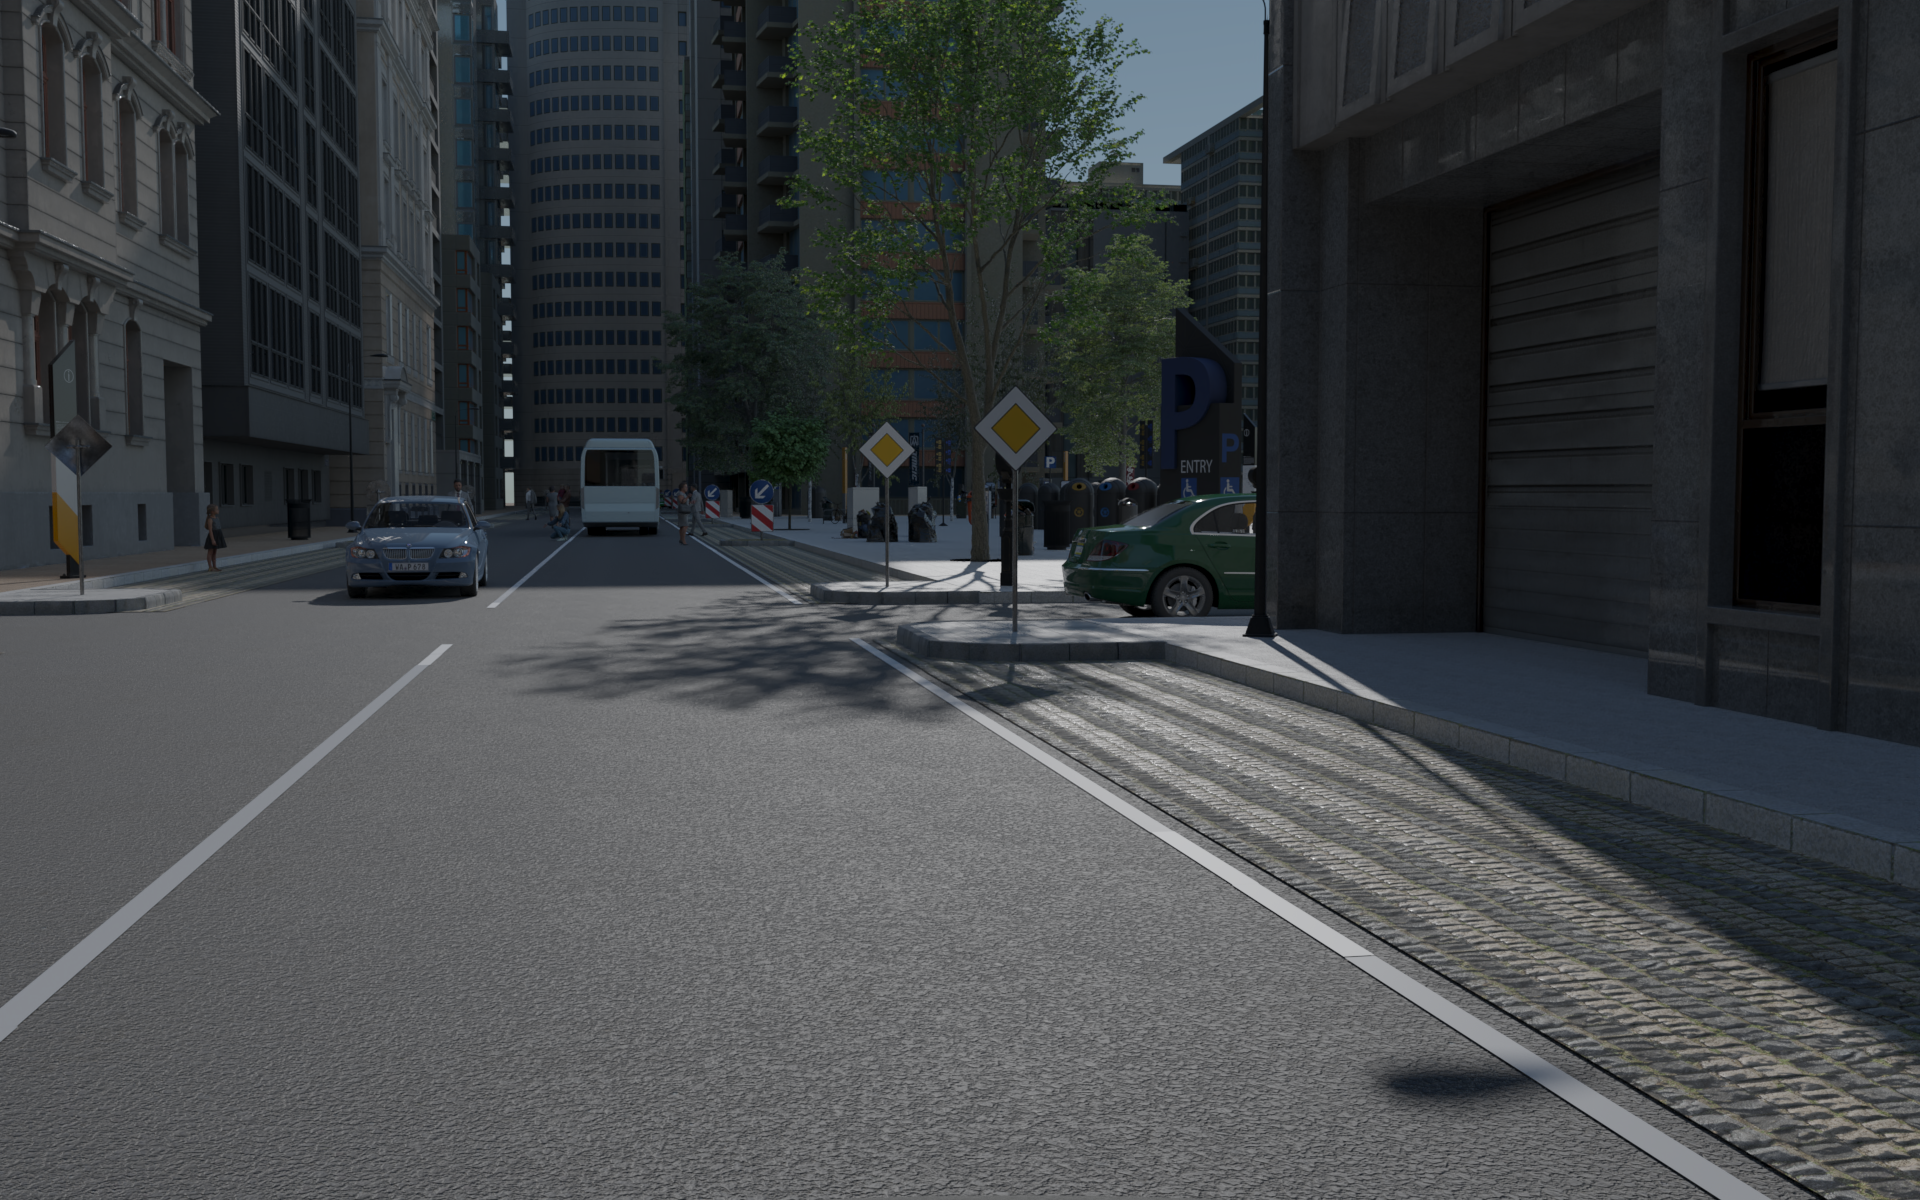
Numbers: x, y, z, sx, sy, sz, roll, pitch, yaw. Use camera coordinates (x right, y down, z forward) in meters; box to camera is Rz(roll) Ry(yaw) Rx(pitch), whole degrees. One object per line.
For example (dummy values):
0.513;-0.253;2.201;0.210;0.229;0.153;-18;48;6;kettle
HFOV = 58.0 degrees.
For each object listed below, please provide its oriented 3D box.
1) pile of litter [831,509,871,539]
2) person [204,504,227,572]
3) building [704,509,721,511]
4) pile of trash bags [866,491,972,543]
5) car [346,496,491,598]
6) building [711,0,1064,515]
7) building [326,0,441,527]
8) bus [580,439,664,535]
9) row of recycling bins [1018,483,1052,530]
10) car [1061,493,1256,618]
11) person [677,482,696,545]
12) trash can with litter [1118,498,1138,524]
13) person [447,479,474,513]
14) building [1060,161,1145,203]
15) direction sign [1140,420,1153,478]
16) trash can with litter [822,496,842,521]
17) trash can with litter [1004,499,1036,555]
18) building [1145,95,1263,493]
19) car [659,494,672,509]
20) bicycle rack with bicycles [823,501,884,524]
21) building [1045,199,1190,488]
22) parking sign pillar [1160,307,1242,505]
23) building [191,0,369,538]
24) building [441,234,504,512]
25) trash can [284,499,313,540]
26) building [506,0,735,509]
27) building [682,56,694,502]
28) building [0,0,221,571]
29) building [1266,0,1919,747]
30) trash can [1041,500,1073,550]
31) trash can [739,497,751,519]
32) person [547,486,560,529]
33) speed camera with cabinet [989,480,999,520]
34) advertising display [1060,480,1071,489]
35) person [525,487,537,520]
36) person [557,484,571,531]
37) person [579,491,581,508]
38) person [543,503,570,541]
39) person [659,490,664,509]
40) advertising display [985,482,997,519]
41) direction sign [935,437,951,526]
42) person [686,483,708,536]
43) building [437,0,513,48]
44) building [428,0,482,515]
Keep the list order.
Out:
-2.956;-2.217;50.216;1.719;0.858;1.176;-1;4;-20;pile of litter
-13.710;-1.145;31.897;0.373;1.253;0.362;1;4;9;person
-12.080;-36.939;145.946;21.231;58.520;28.212;-1;4;-11;building
-0.897;-2.247;46.485;3.447;1.369;1.912;1;4;15;pile of trash bags
-7.947;-0.831;25.585;2.014;1.417;4.499;-1;4;-13;car
-5.474;-28.375;118.554;22.147;44.769;28.867;-1;4;-11;building
-30.583;-17.739;75.940;13.634;28.700;20.117;-1;4;-11;building
-12.419;-4.230;64.017;2.948;3.499;13.247;-1;4;-10;bus
3.649;-3.376;62.316;3.534;1.692;1.069;2;4;30;row of recycling bins
3.622;-0.486;19.743;4.920;1.459;2.131;-1;4;-9;car
-7.708;-2.436;48.689;0.532;1.782;0.716;0;4;3;person
2.653;-1.184;30.420;1.678;1.210;2.233;3;4;38;trash can with litter
-11.813;-1.959;40.802;0.678;1.792;0.850;-1;4;-19;person
18.760;-31.403;205.321;23.993;40.220;32.217;-1;4;-11;building
5.731;-3.752;53.334;0.379;3.537;0.876;-1;4;-20;direction sign
-6.094;-4.383;83.043;1.055;1.170;0.624;1;4;14;trash can with litter
1.284;-1.534;36.464;0.624;1.170;1.055;0;4;7;trash can with litter
34.432;-29.126;168.098;23.993;40.220;32.217;-1;4;-11;building
-27.610;-9.273;160.411;1.959;1.807;4.718;-1;4;-11;car
-4.424;-3.726;74.302;2.852;0.926;2.925;2;4;33;bicycle rack with bicycles
14.072;-24.564;173.329;14.107;30.474;14.160;-1;4;-11;building
3.398;-2.204;24.509;1.447;3.967;1.447;-2;4;-32;parking sign pillar
-27.700;-15.938;54.092;14.314;27.812;24.014;-1;4;-11;building
-48.985;-17.267;127.347;27.650;21.520;28.899;-1;4;-11;building
-18.445;-2.243;48.327;0.748;1.137;0.748;0;3;0;trash can
-34.544;-39.602;189.484;28.212;58.520;21.231;-1;4;-11;building
-19.503;-29.557;166.848;14.154;41.232;14.086;-1;4;-11;building
-22.812;-14.874;30.586;14.401;28.519;23.554;-1;4;-11;building
10.706;-11.581;7.373;12.078;24.808;19.932;-1;4;-11;building
2.230;-1.727;39.890;0.748;1.137;0.748;0;3;0;trash can
-11.208;-4.822;90.489;0.748;1.137;0.748;0;3;0;trash can
-16.768;-3.852;71.845;0.716;1.782;0.532;0;4;-3;person
1.570;-5.650;86.711;2.038;3.252;0.660;0;4;-4;speed camera with cabinet
5.177;-4.633;80.963;0.974;1.923;0.123;1;4;13;advertising display
-23.583;-5.301;95.277;0.850;1.850;0.679;3;4;38;person
-15.389;-3.608;67.463;0.580;1.828;0.573;1;4;10;person
-32.346;-8.511;148.435;0.721;1.735;1.217;-2;4;-30;person
-12.257;-2.383;52.955;0.738;1.151;1.012;-2;4;-29;person
-28.402;-9.527;164.136;0.709;1.838;0.599;2;4;33;person
1.635;-5.218;90.533;0.123;1.923;0.974;-2;4;-31;advertising display
-0.669;-4.731;69.342;0.379;3.537;0.876;3;5;44;direction sign
-8.933;-3.050;58.639;0.850;1.792;0.678;1;4;10;person
-55.646;-32.721;154.600;30.456;49.044;23.786;-1;4;-11;building
-39.693;-40.602;102.098;20.563;71.187;20.611;-1;4;-11;building
